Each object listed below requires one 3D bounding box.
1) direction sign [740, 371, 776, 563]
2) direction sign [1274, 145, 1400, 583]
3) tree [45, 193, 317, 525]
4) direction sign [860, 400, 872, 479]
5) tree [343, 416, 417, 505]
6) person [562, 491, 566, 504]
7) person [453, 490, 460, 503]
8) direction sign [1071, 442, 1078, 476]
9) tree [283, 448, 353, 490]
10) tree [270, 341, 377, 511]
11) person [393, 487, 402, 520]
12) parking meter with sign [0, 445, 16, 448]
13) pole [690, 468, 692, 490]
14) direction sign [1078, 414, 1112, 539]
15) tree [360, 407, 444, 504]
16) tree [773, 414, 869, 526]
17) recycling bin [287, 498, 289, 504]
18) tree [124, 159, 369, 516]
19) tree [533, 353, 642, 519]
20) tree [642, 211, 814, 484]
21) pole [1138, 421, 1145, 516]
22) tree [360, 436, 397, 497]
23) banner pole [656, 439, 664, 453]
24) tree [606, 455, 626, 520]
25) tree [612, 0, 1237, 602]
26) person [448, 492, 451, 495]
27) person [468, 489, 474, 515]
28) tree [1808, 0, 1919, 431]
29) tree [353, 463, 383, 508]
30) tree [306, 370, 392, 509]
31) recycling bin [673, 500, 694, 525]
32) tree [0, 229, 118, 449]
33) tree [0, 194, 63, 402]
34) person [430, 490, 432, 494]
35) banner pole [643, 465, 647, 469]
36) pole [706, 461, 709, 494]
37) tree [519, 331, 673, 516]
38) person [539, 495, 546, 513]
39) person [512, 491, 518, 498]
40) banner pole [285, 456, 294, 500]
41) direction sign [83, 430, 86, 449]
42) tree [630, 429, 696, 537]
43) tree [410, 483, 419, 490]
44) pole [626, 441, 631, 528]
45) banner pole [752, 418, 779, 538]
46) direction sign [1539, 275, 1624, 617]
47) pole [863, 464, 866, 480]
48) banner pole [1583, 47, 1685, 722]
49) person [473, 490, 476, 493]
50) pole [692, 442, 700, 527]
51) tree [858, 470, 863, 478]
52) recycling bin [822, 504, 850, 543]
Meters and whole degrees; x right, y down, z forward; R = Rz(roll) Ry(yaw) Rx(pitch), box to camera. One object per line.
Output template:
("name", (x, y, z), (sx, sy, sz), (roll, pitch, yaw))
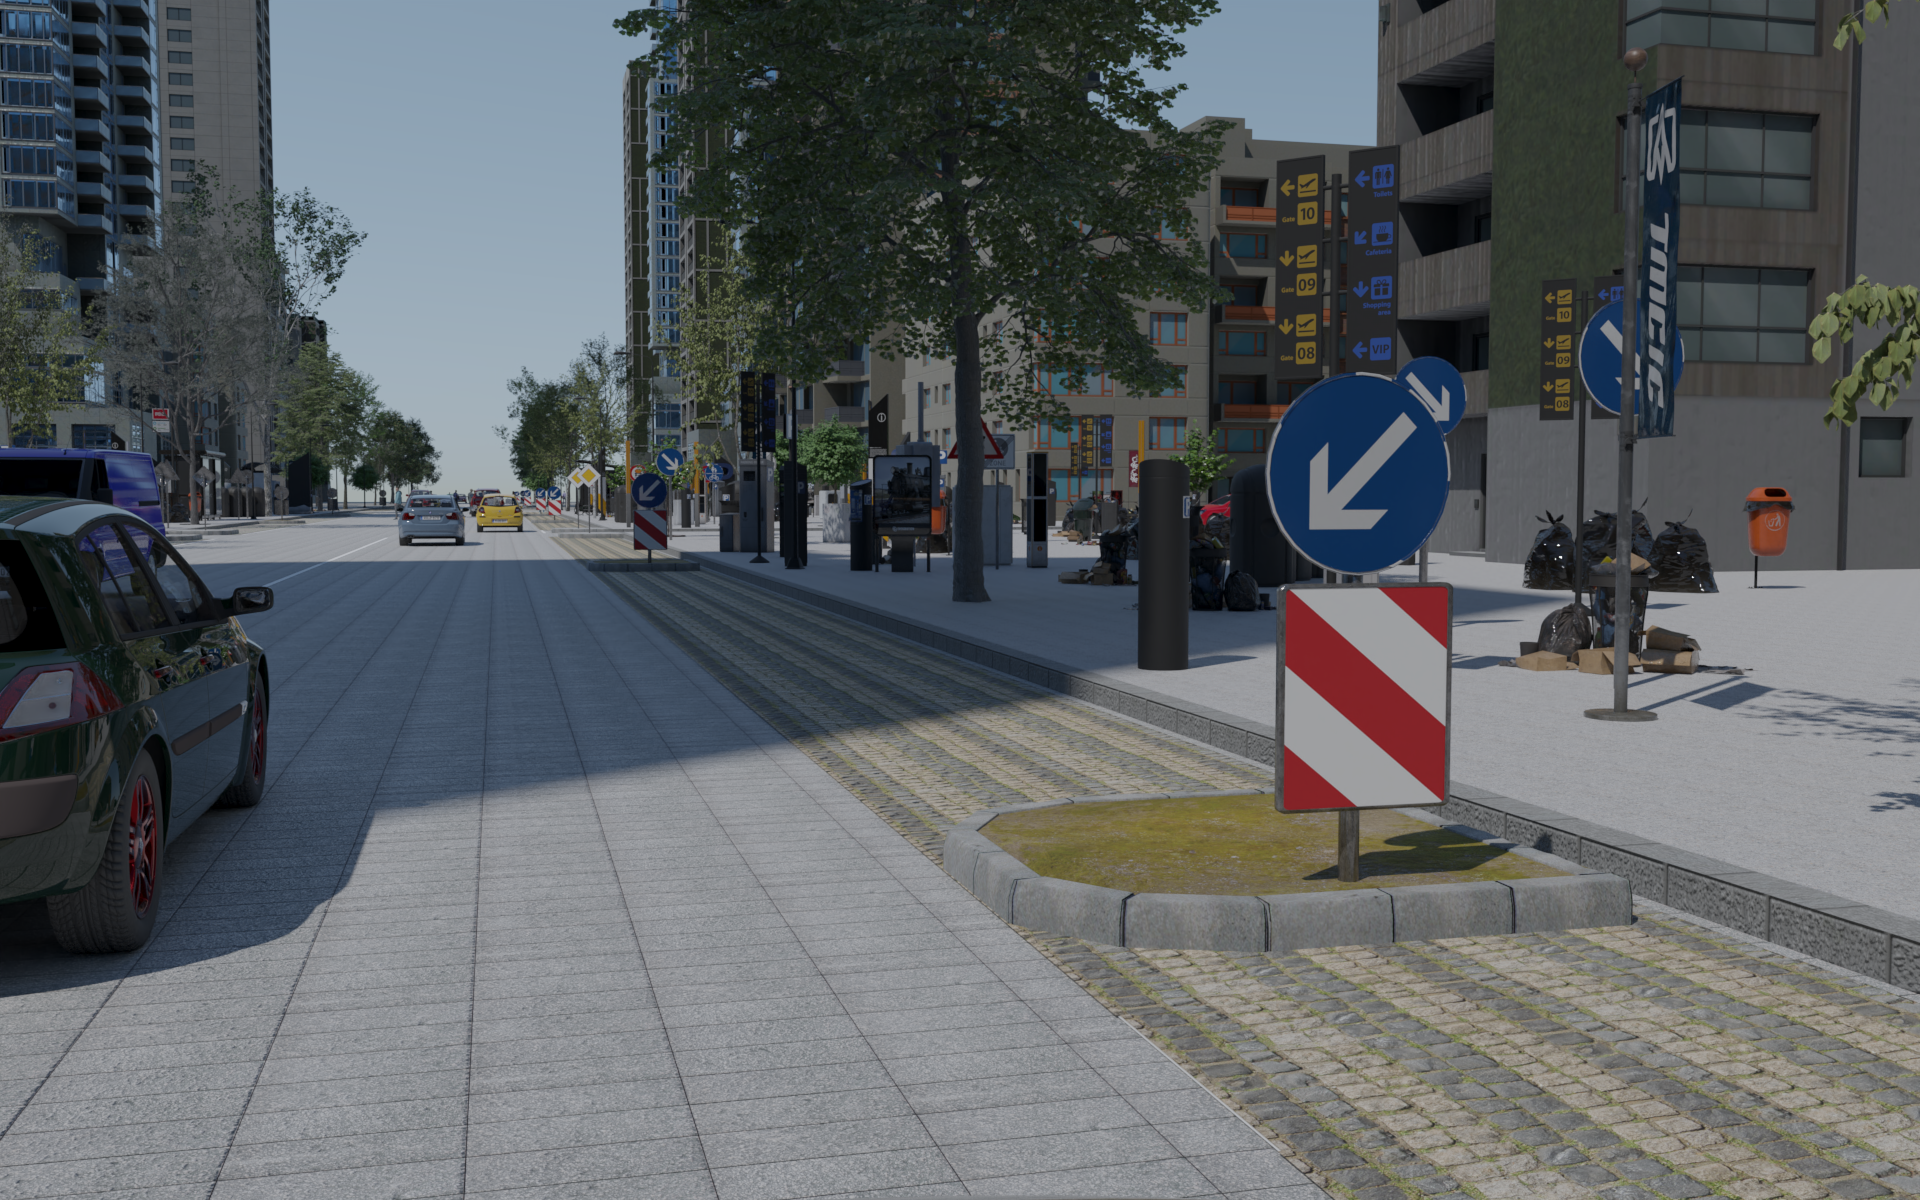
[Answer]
("direction sign", (-3.743, -2.460, 32.217), (0.379, 3.537, 0.876), (3, 4, 39))
("direction sign", (2.500, -1.198, 11.592), (0.876, 3.537, 0.379), (3, 4, 38))
("tree", (-32.053, -9.875, 71.832), (12.009, 13.543, 11.850), (0, 3, 0))
("direction sign", (-2.182, -3.068, 42.166), (0.379, 3.537, 0.876), (0, 4, 1))
("tree", (-65.429, -15.866, 193.823), (7.601, 10.594, 8.767), (3, 5, 45))
("person", (-49.702, -12.788, 217.450), (0.709, 1.838, 0.599), (-2, 4, -31))
("person", (-49.637, -9.932, 170.756), (0.599, 1.838, 0.709), (3, 4, 37))
("direction sign", (5.248, -5.150, 76.192), (0.876, 3.537, 0.379), (-2, 4, -27))
("tree", (-45.790, -8.418, 121.344), (4.285, 4.588, 4.351), (0, 3, 0))
("tree", (-47.243, -12.877, 128.663), (7.486, 12.596, 7.792), (0, 3, 0))
("person", (-31.082, -5.359, 95.980), (0.748, 1.841, 0.638), (1, 4, 10))
("parking meter with sign", (-33.607, -3.947, 60.796), (0.543, 3.016, 1.738), (-1, 4, -16))
("pole", (-16.159, -6.766, 104.467), (0.158, 3.312, 0.155), (0, 3, 0))
("direction sign", (3.886, -3.502, 49.262), (0.876, 3.537, 0.379), (1, 4, 10))
("tree", (-74.609, -19.005, 227.734), (9.611, 12.733, 9.660), (0, 3, 0))
("tree", (-4.904, -5.215, 68.980), (4.285, 4.588, 4.351), (0, 3, 0))
("recycling bin", (-43.042, -6.089, 112.107), (0.722, 1.027, 0.722), (-3, 5, -43))
("tree", (-40.924, -14.890, 99.337), (12.611, 20.169, 13.585), (0, 3, 0))
("tree", (-18.952, -8.584, 90.704), (4.737, 8.622, 4.395), (0, 3, 0))
("tree", (-5.405, -5.629, 42.402), (4.737, 8.622, 4.395), (0, 3, 0))
("pole", (5.039, -3.320, 48.127), (0.158, 3.312, 0.155), (0, 3, 0))
("tree", (-67.756, -15.367, 201.620), (4.360, 8.622, 3.978), (0, 3, 0))
("banner pole", (-13.557, -5.401, 78.327), (0.401, 3.779, 0.863), (1, 4, 19))
("tree", (-16.849, -5.603, 86.212), (1.663, 3.219, 1.824), (0, 3, 0))
("tree", (-0.283, -6.246, 20.251), (7.486, 12.596, 7.792), (0, 3, 0))
("person", (-80.393, -16.135, 273.113), (0.445, 1.727, 0.742), (2, 4, 29))
("person", (-34.008, -6.856, 120.767), (0.661, 1.801, 0.590), (3, 4, 38))
("tree", (4.431, -3.411, 6.136), (4.737, 8.622, 4.395), (0, 3, 0))
("tree", (-56.447, -11.051, 164.390), (4.285, 4.588, 4.351), (0, 3, 0))
("tree", (-51.312, -13.385, 144.603), (9.928, 11.665, 9.643), (0, 3, 0))
("recycling bin", (-12.118, -3.878, 75.967), (0.722, 1.027, 0.722), (1, 4, 11))
("tree", (-25.793, -5.945, 47.568), (4.737, 8.622, 4.395), (0, 3, 0))
("tree", (-23.943, -5.603, 41.964), (4.360, 8.622, 3.978), (0, 3, 0))
("person", (-57.549, -11.000, 188.349), (0.705, 1.824, 1.348), (-1, 4, -17))
("banner pole", (-23.911, -8.670, 131.766), (0.401, 3.779, 0.863), (1, 4, 13))
("pole", (-15.469, -6.868, 106.128), (0.158, 3.312, 0.155), (0, 3, 0))
("tree", (-21.040, -10.111, 99.735), (8.767, 10.594, 7.601), (-1, 4, -19))
("person", (-30.617, -7.195, 126.978), (0.563, 1.720, 0.643), (-2, 4, -27))
("person", (-43.665, -9.782, 169.148), (1.217, 1.735, 0.721), (1, 4, 12))
("banner pole", (-44.145, -7.592, 114.149), (0.863, 3.779, 0.401), (-1, 4, -16))
("direction sign", (-30.972, -4.242, 61.357), (0.379, 3.537, 0.876), (-2, 4, -30))
("tree", (-8.646, -3.501, 51.847), (1.663, 3.219, 1.824), (0, 3, 0))
("tree", (-88.660, -20.210, 280.802), (4.737, 8.622, 4.395), (0, 3, 0))
("pole", (-12.704, -4.432, 66.313), (0.158, 3.312, 0.155), (0, 3, 0))
("banner pole", (-5.645, -3.671, 50.038), (0.863, 3.779, 0.401), (-2, 4, -33))
("direction sign", (6.526, -1.602, 18.183), (0.876, 3.537, 0.379), (2, 4, 34))
("pole", (-5.810, -6.828, 105.481), (0.158, 3.312, 0.155), (0, 3, 0))
("banner pole", (3.792, -1.197, 9.596), (0.401, 3.779, 0.863), (0, 4, 0))
("person", (-38.818, -7.940, 138.836), (1.217, 1.766, 0.721), (2, 4, 26))
("pole", (-10.244, -4.503, 67.462), (0.158, 3.312, 0.155), (0, 3, 0))
("tree", (-6.287, -6.862, 106.797), (1.663, 3.219, 1.824), (0, 3, 0))
("recycling bin", (-3.169, -2.047, 46.020), (0.722, 1.027, 0.722), (2, 4, 33))
